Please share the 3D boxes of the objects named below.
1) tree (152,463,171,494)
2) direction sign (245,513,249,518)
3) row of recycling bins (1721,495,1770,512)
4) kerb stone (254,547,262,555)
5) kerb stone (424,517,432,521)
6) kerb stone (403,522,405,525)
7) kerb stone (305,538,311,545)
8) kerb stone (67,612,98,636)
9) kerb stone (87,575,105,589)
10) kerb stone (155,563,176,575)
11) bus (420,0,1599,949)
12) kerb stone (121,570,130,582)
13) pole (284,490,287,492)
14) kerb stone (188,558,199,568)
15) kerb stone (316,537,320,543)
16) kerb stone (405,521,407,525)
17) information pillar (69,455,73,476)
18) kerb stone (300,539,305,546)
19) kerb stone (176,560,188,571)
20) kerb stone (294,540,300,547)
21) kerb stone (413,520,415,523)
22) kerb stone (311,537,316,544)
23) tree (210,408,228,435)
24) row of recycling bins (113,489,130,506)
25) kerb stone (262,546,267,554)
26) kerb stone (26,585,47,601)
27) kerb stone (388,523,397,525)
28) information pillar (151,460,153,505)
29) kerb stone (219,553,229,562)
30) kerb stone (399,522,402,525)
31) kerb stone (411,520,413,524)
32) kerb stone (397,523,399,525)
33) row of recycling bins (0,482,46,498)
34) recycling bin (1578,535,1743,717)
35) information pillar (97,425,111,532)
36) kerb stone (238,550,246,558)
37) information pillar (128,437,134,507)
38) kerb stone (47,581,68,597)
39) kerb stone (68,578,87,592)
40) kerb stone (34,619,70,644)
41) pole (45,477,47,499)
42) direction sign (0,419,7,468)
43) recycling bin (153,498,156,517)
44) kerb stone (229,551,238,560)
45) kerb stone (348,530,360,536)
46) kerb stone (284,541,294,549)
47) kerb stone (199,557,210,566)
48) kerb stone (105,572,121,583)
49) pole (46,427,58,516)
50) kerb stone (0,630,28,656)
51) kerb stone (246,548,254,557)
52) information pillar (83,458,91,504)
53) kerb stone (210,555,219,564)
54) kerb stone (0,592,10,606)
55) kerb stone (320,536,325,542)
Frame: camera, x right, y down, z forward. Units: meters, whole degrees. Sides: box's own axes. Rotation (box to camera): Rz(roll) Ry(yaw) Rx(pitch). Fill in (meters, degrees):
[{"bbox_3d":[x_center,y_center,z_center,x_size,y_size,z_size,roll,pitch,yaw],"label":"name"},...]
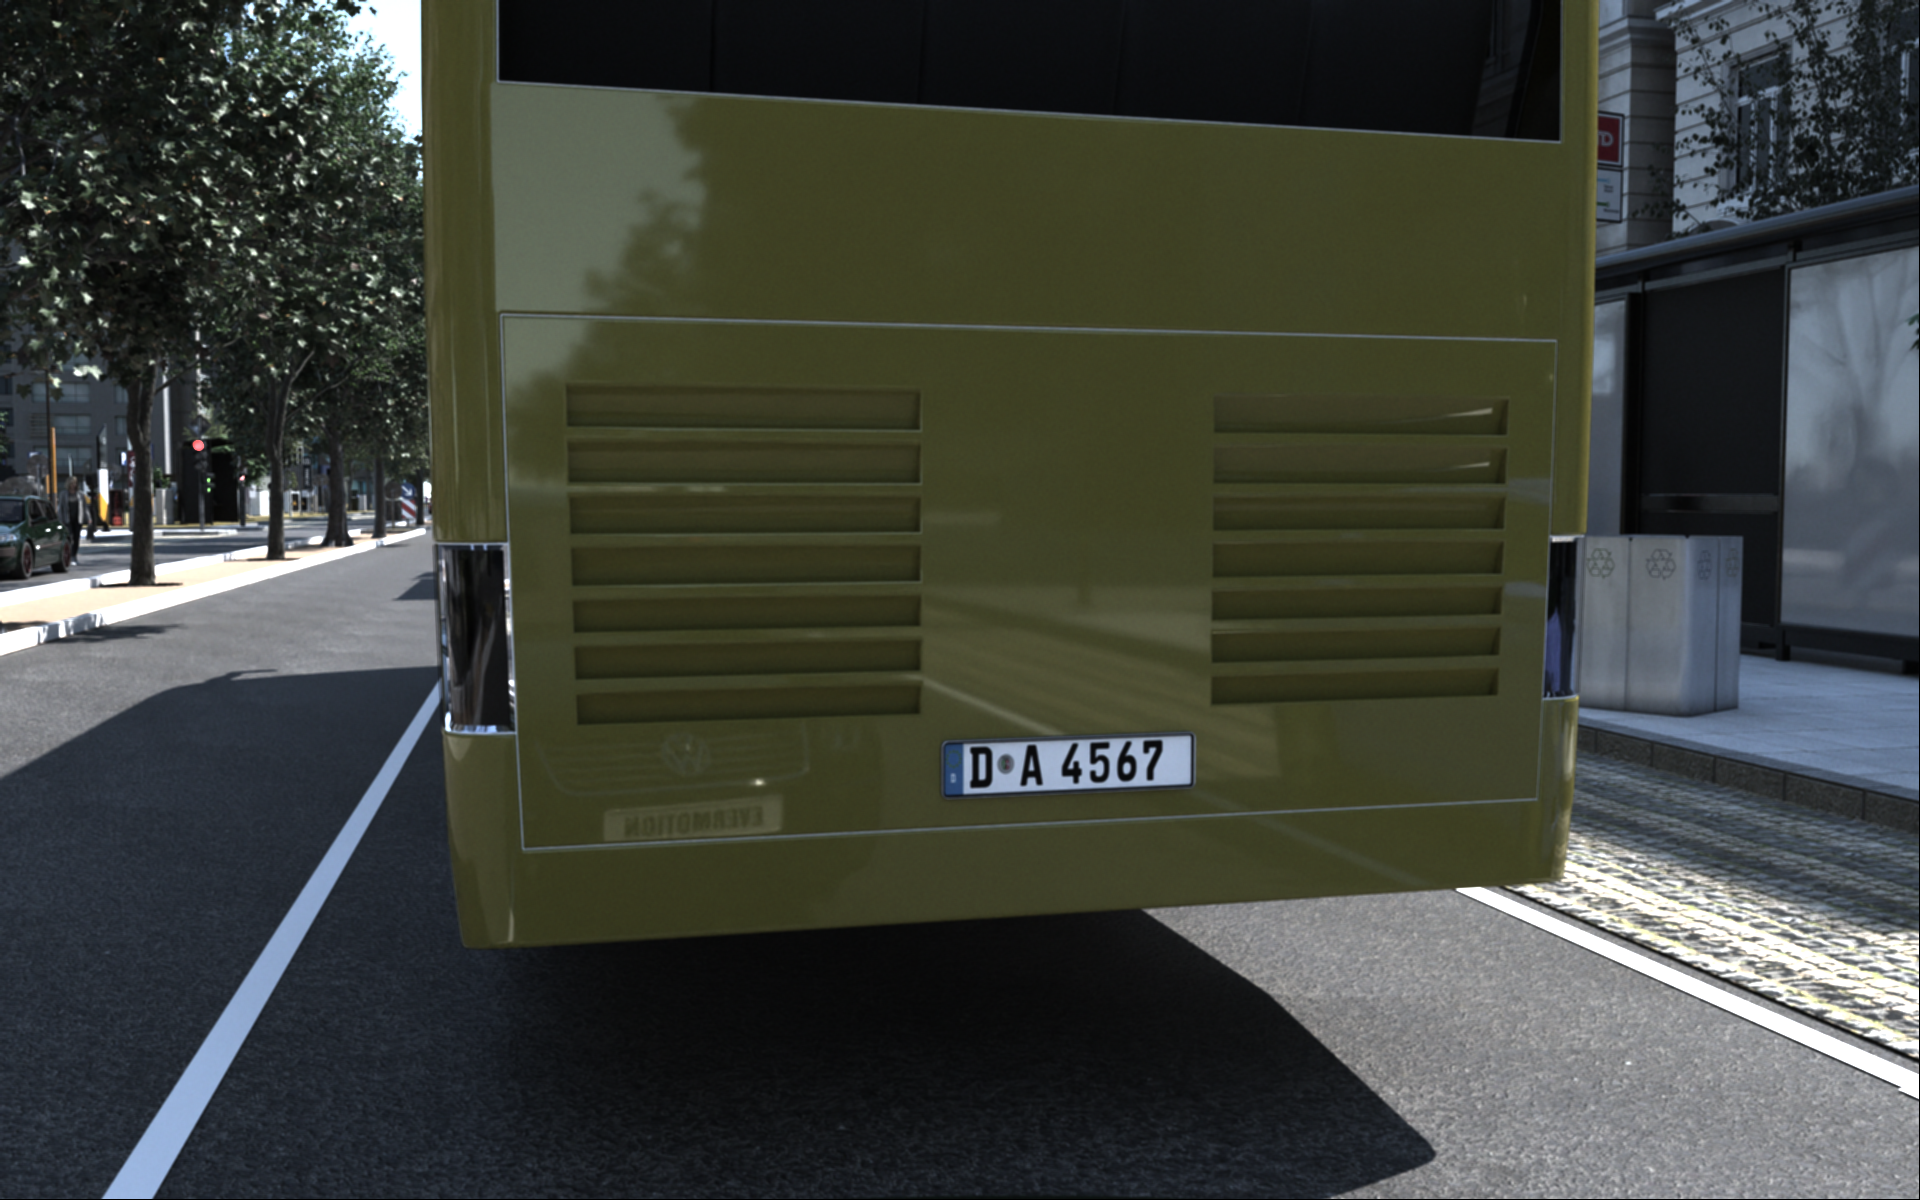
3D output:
[{"bbox_3d":[-49.224,-6.834,106.330,1.663,3.219,1.824,0,3,0],"label":"tree"},{"bbox_3d":[-38.286,-6.155,92.624,0.379,3.537,0.876,1,4,20],"label":"direction sign"},{"bbox_3d":[13.900,-1.307,28.483,1.069,1.692,3.534,-1,4,-15],"label":"row of recycling bins"},{"bbox_3d":[-16.500,-1.114,40.414,0.120,0.150,1.000,-1,4,-13],"label":"kerb stone"},{"bbox_3d":[-28.862,-4.387,93.916,0.120,0.150,1.000,-1,4,-13],"label":"kerb stone"},{"bbox_3d":[-25.167,-3.408,77.913,0.120,0.150,1.000,-1,4,-13],"label":"kerb stone"},{"bbox_3d":[-18.351,-1.602,48.385,0.120,0.150,1.000,-1,4,-13],"label":"kerb stone"},{"bbox_3d":[-9.164,0.259,17.953,0.120,0.150,1.000,-1,4,-13],"label":"kerb stone"},{"bbox_3d":[-13.278,-0.251,26.412,0.120,0.150,1.000,-1,4,-13],"label":"kerb stone"},{"bbox_3d":[-14.438,-0.562,31.411,0.120,0.150,1.000,-1,4,-13],"label":"kerb stone"},{"bbox_3d":[-1.294,-1.093,9.423,2.896,3.916,12.252,-1,4,-14],"label":"bus"},{"bbox_3d":[-13.743,-0.380,28.413,0.120,0.150,1.000,-1,4,-13],"label":"kerb stone"},{"bbox_3d":[-53.464,-8.771,137.244,0.158,3.312,0.155,0,3,0],"label":"pole"},{"bbox_3d":[-14.887,-0.681,33.405,0.120,0.150,1.000,-1,4,-13],"label":"kerb stone"},{"bbox_3d":[-18.816,-1.719,50.379,0.120,0.150,1.000,-1,4,-13],"label":"kerb stone"},{"bbox_3d":[-25.403,-3.469,78.910,0.120,0.150,1.000,-1,4,-13],"label":"kerb stone"},{"bbox_3d":[-53.062,-6.857,103.469,0.183,3.616,0.504,-3,4,-37],"label":"information pillar"},{"bbox_3d":[-18.121,-1.541,47.389,0.120,0.150,1.000,-1,4,-13],"label":"kerb stone"},{"bbox_3d":[-14.663,-0.616,32.408,0.120,0.150,1.000,-1,4,-13],"label":"kerb stone"},{"bbox_3d":[-17.886,-1.480,46.394,0.120,0.150,1.000,-1,4,-13],"label":"kerb stone"},{"bbox_3d":[-26.320,-3.713,82.903,0.120,0.150,1.000,-1,4,-13],"label":"kerb stone"},{"bbox_3d":[-18.578,-1.660,49.382,0.120,0.150,1.000,-1,4,-13],"label":"kerb stone"},{"bbox_3d":[-57.393,-11.403,136.795,4.360,8.622,3.978,0,3,0],"label":"tree"},{"bbox_3d":[-63.875,-7.612,131.569,1.069,1.692,3.534,-3,5,-40],"label":"row of recycling bins"},{"bbox_3d":[-16.739,-1.175,41.410,0.120,0.150,1.000,-1,4,-13],"label":"kerb stone"},{"bbox_3d":[-12.593,-0.072,23.423,0.120,0.150,1.000,-1,4,-13],"label":"kerb stone"},{"bbox_3d":[-24.246,-3.164,73.921,0.120,0.150,1.000,-1,4,-13],"label":"kerb stone"},{"bbox_3d":[-32.408,-4.756,69.121,0.183,3.616,0.504,0,4,6],"label":"information pillar"},{"bbox_3d":[-15.584,-0.865,36.396,0.120,0.150,1.000,-1,4,-13],"label":"kerb stone"},{"bbox_3d":[-24.702,-3.278,75.922,0.120,0.150,1.000,-1,4,-13],"label":"kerb stone"},{"bbox_3d":[-26.089,-3.652,81.906,0.120,0.150,1.000,-1,4,-13],"label":"kerb stone"},{"bbox_3d":[-24.471,-3.225,74.926,0.120,0.150,1.000,-1,4,-13],"label":"kerb stone"},{"bbox_3d":[-32.278,-3.156,58.719,1.069,1.692,3.534,0,4,7],"label":"row of recycling bins"},{"bbox_3d":[4.189,0.132,10.400,0.722,1.027,0.722,-3,5,-42],"label":"recycling bin"},{"bbox_3d":[-28.782,-4.086,58.164,0.183,3.616,0.504,0,4,2],"label":"information pillar"},{"bbox_3d":[-16.049,-0.988,38.410,0.120,0.150,1.000,-1,4,-13],"label":"kerb stone"},{"bbox_3d":[-33.820,-4.855,70.729,0.183,3.616,0.504,-3,5,-44],"label":"information pillar"},{"bbox_3d":[-12.816,-0.132,24.420,0.120,0.150,1.000,-1,4,-13],"label":"kerb stone"},{"bbox_3d":[-13.044,-0.197,25.416,0.120,0.150,1.000,-1,4,-13],"label":"kerb stone"},{"bbox_3d":[-8.945,0.321,16.950,0.120,0.150,1.000,-1,4,-13],"label":"kerb stone"},{"bbox_3d":[-60.990,-7.457,115.767,0.158,3.312,0.155,0,3,0],"label":"pole"},{"bbox_3d":[-28.772,-3.652,51.712,0.876,3.537,0.379,1,4,21],"label":"direction sign"},{"bbox_3d":[-45.782,-5.281,98.904,0.722,1.027,0.722,-3,4,-38],"label":"recycling bin"},{"bbox_3d":[-15.810,-0.930,37.403,0.120,0.150,1.000,-1,4,-13],"label":"kerb stone"},{"bbox_3d":[-21.119,-2.334,60.360,0.120,0.150,1.000,-1,4,-13],"label":"kerb stone"},{"bbox_3d":[-17.661,-1.419,45.397,0.120,0.150,1.000,-1,4,-13],"label":"kerb stone"},{"bbox_3d":[-15.122,-0.747,34.404,0.120,0.150,1.000,-1,4,-13],"label":"kerb stone"},{"bbox_3d":[-13.515,-0.319,27.414,0.120,0.150,1.000,-1,4,-13],"label":"kerb stone"},{"bbox_3d":[-27.779,-3.620,53.037,0.158,3.312,0.155,0,3,0],"label":"pole"},{"bbox_3d":[-8.709,0.382,15.949,0.120,0.150,1.000,-1,4,-13],"label":"kerb stone"},{"bbox_3d":[-16.277,-1.051,39.409,0.120,0.150,1.000,-1,4,-13],"label":"kerb stone"},{"bbox_3d":[-56.145,-7.348,111.491,0.504,3.616,0.183,0,4,0],"label":"information pillar"},{"bbox_3d":[-15.359,-0.798,35.400,0.120,0.150,1.000,-1,4,-13],"label":"kerb stone"},{"bbox_3d":[-12.345,-0.014,22.431,0.120,0.150,1.000,-1,4,-13],"label":"kerb stone"},{"bbox_3d":[-19.040,-1.784,51.377,0.120,0.150,1.000,-1,4,-13],"label":"kerb stone"}]
